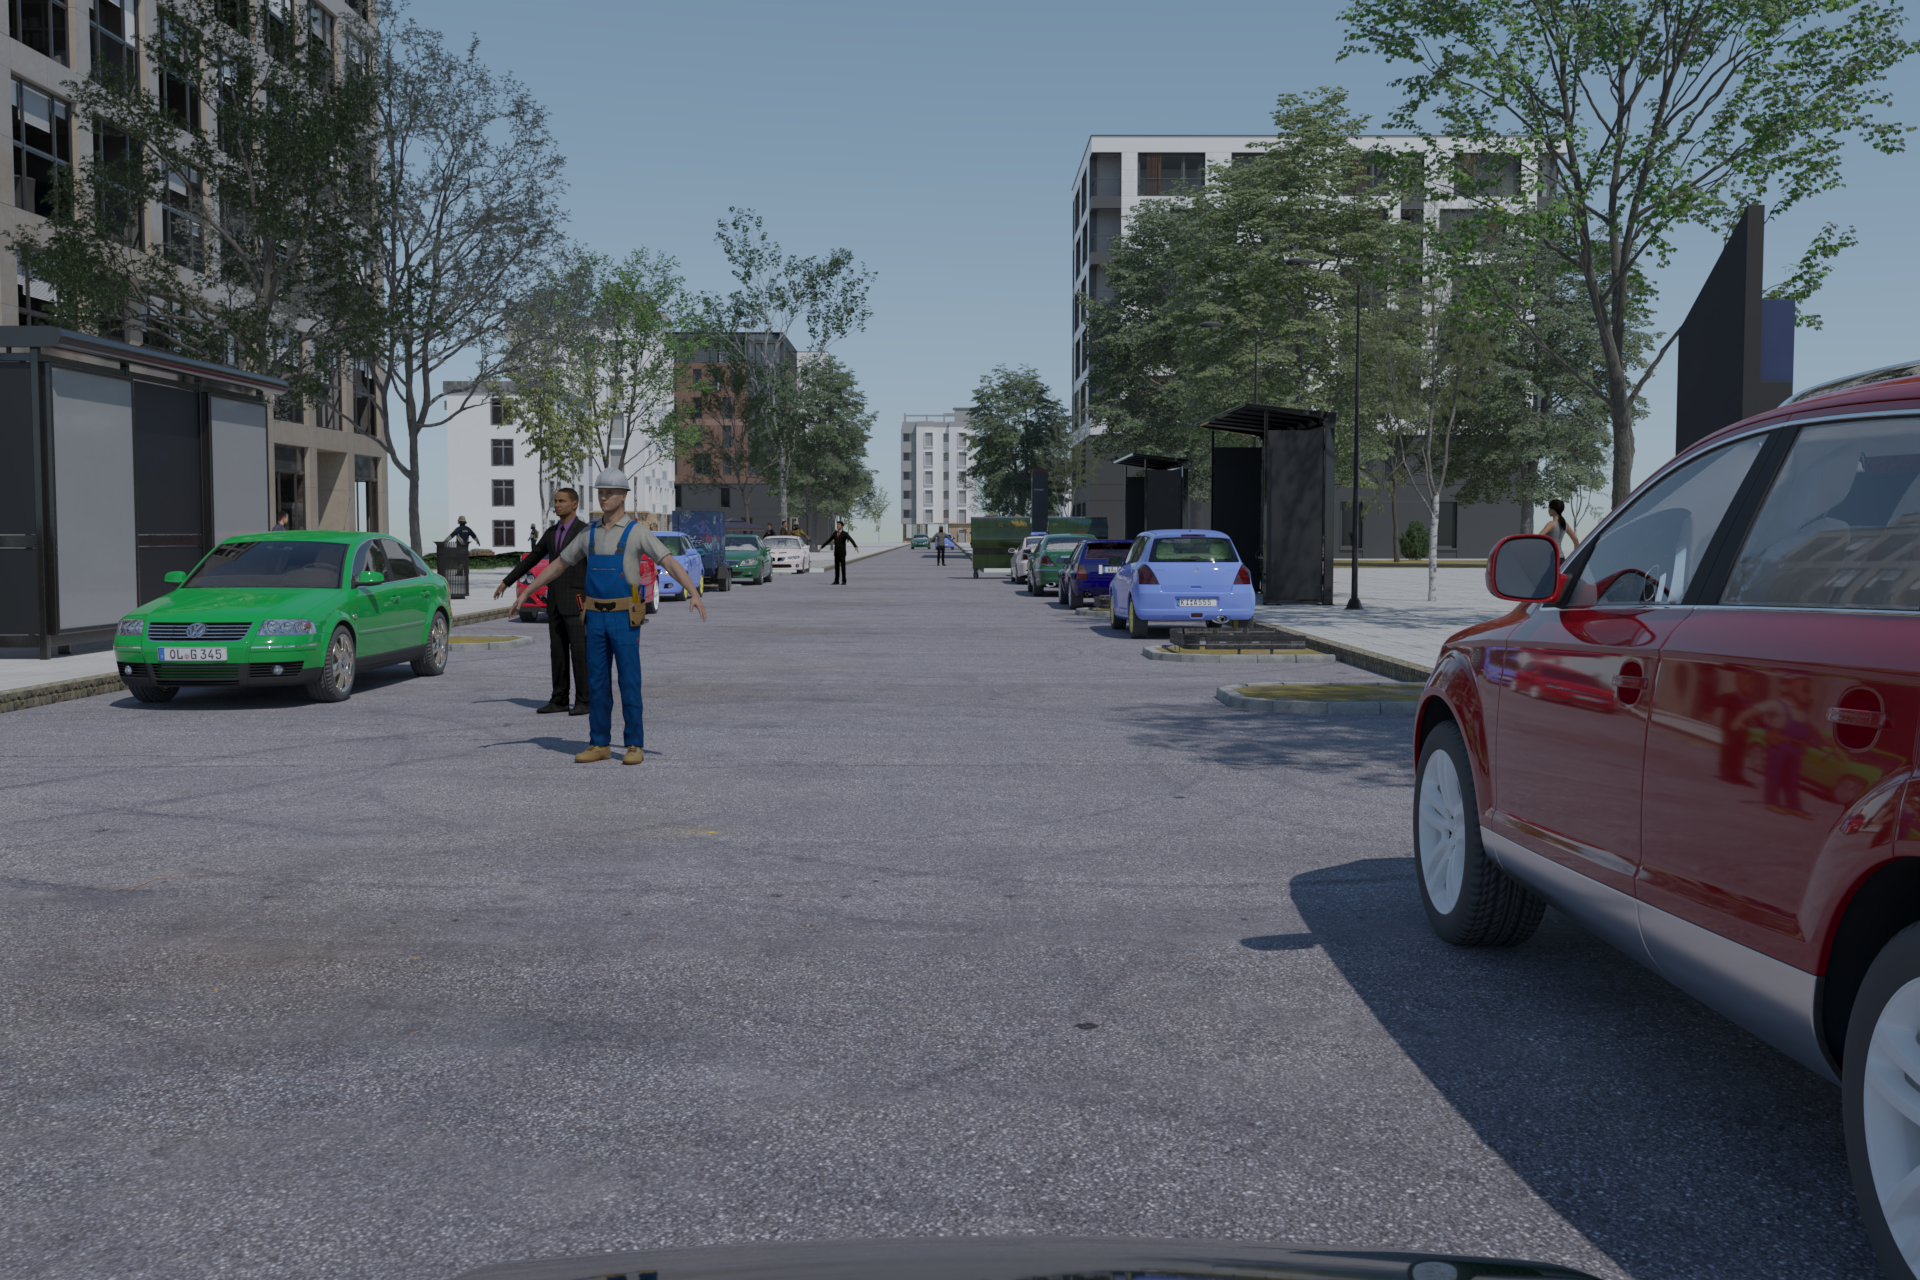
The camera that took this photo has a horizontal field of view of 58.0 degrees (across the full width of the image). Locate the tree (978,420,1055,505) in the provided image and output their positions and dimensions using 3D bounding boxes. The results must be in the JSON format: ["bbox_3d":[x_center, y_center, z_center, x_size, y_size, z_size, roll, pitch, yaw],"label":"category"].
[{"bbox_3d":[5.181,-14.057,155.593,9.928,11.665,9.643,0,3,0],"label":"tree"}]

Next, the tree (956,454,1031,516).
[{"bbox_3d":[4.109,-14.412,170.048,8.767,10.594,7.601,-1,4,-23],"label":"tree"}]

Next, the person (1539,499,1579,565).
[{"bbox_3d":[7.685,-0.966,22.598,1.217,1.737,0.721,-2,4,-31],"label":"person"}]

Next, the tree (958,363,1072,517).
[{"bbox_3d":[4.743,-13.569,128.511,9.857,13.997,8.962,0,3,0],"label":"tree"}]

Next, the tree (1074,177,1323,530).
[{"bbox_3d":[8.584,-9.517,62.262,9.857,13.997,8.962,0,3,0],"label":"tree"}]

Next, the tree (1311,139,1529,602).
[{"bbox_3d":[9.008,-5.025,32.518,4.360,8.622,3.978,0,3,0],"label":"tree"}]

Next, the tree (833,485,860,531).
[{"bbox_3d":[-11.086,-12.979,162.573,4.737,8.622,4.395,0,3,0],"label":"tree"}]

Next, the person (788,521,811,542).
[{"bbox_3d":[-7.212,-4.317,76.350,1.354,1.858,0.705,0,4,2],"label":"person"}]

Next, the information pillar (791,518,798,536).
[{"bbox_3d":[-7.378,-4.445,77.171,0.304,2.012,0.304,0,4,1],"label":"information pillar"}]

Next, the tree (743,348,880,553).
[{"bbox_3d":[-10.178,-13.063,120.242,9.857,13.997,8.962,0,3,0],"label":"tree"}]

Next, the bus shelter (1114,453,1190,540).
[{"bbox_3d":[5.864,-3.794,53.319,1.731,3.624,6.357,0,3,0],"label":"bus shelter"}]

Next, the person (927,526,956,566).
[{"bbox_3d":[-0.843,-4.241,77.922,1.348,1.813,0.705,-1,4,-19],"label":"person"}]

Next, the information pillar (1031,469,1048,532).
[{"bbox_3d":[3.191,-4.891,69.353,0.750,3.857,0.750,0,4,-1],"label":"information pillar"}]

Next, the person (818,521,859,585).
[{"bbox_3d":[-3.398,-2.458,48.834,1.347,1.806,0.705,2,4,28],"label":"person"}]

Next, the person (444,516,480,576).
[{"bbox_3d":[-15.242,-2.883,53.001,0.704,1.845,1.351,3,5,42],"label":"person"}]

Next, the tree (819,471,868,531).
[{"bbox_3d":[-10.097,-11.944,145.654,4.737,8.622,4.395,0,3,0],"label":"tree"}]

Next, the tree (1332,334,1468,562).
[{"bbox_3d":[19.526,-8.811,78.470,7.601,10.594,8.767,1,4,16],"label":"tree"}]

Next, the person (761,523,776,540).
[{"bbox_3d":[-9.458,-4.892,85.914,0.705,1.837,1.347,-3,5,-42],"label":"person"}]

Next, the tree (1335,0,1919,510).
[{"bbox_3d":[8.812,-5.952,23.064,9.928,11.665,9.643,0,3,0],"label":"tree"}]

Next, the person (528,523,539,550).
[{"bbox_3d":[-22.846,-5.314,92.662,0.705,1.856,1.354,0,4,0],"label":"person"}]

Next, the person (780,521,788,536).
[{"bbox_3d":[-6.927,-3.821,68.615,0.704,1.812,1.346,0,4,-1],"label":"person"}]

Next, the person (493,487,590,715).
[{"bbox_3d":[-3.138,-0.313,13.795,1.346,1.802,0.704,2,4,28],"label":"person"}]

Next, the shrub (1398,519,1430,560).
[{"bbox_3d":[22.321,-4.944,84.872,1.661,2.075,1.752,0,3,0],"label":"shrub"}]

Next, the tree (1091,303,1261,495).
[{"bbox_3d":[9.717,-9.124,74.940,9.928,11.665,9.643,0,3,0],"label":"tree"}]

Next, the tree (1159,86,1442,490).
[{"bbox_3d":[8.704,-7.725,44.423,7.486,12.596,7.792,0,3,0],"label":"tree"}]

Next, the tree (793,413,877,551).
[{"bbox_3d":[-10.197,-12.224,134.281,8.767,10.594,7.601,3,4,37],"label":"tree"}]

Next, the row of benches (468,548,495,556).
[{"bbox_3d":[-20.567,-3.603,74.369,1.422,0.672,4.104,-1,4,-22],"label":"row of benches"}]

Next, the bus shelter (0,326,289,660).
[{"bbox_3d":[-10.095,-2.526,18.929,2.179,5.291,8.768,0,4,0],"label":"bus shelter"}]

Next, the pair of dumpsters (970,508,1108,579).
[{"bbox_3d":[2.528,-3.099,55.626,4.436,2.255,1.574,0,3,0],"label":"pair of dumpsters"}]

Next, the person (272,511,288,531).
[{"bbox_3d":[-12.603,-1.542,32.169,0.530,1.710,0.541,0,4,5],"label":"person"}]

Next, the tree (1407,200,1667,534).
[{"bbox_3d":[21.652,-9.753,66.115,9.857,13.997,8.962,0,3,0],"label":"tree"}]

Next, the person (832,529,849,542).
[{"bbox_3d":[-5.869,-4.796,84.377,0.705,1.833,1.349,2,4,31],"label":"person"}]

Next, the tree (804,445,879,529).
[{"bbox_3d":[-10.674,-13.447,154.267,7.601,10.594,8.767,3,5,42],"label":"tree"}]

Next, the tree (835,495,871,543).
[{"bbox_3d":[-16.737,-20.088,262.856,7.601,10.594,8.767,1,4,9],"label":"tree"}]

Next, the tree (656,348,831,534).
[{"bbox_3d":[-10.595,-9.298,86.434,8.767,10.594,7.601,-2,4,-26],"label":"tree"}]

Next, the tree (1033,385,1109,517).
[{"bbox_3d":[5.317,-8.276,85.677,4.360,8.622,3.978,0,3,0],"label":"tree"}]

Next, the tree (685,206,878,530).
[{"bbox_3d":[-11.981,-15.104,102.837,12.611,20.169,13.585,0,3,0],"label":"tree"}]

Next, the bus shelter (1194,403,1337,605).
[{"bbox_3d":[5.923,-2.623,34.163,1.731,3.624,6.357,0,4,-1],"label":"bus shelter"}]

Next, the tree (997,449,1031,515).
[{"bbox_3d":[4.802,-11.714,141.878,4.360,8.622,3.978,0,3,0],"label":"tree"}]

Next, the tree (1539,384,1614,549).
[{"bbox_3d":[27.605,-7.769,77.390,4.360,8.622,3.978,0,3,0],"label":"tree"}]

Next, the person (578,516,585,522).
[{"bbox_3d":[-7.201,-1.475,33.043,1.216,1.772,0.721,-3,4,-38],"label":"person"}]

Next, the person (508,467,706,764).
[{"bbox_3d":[-2.183,-0.156,10.861,1.347,1.847,0.705,1,4,16],"label":"person"}]
